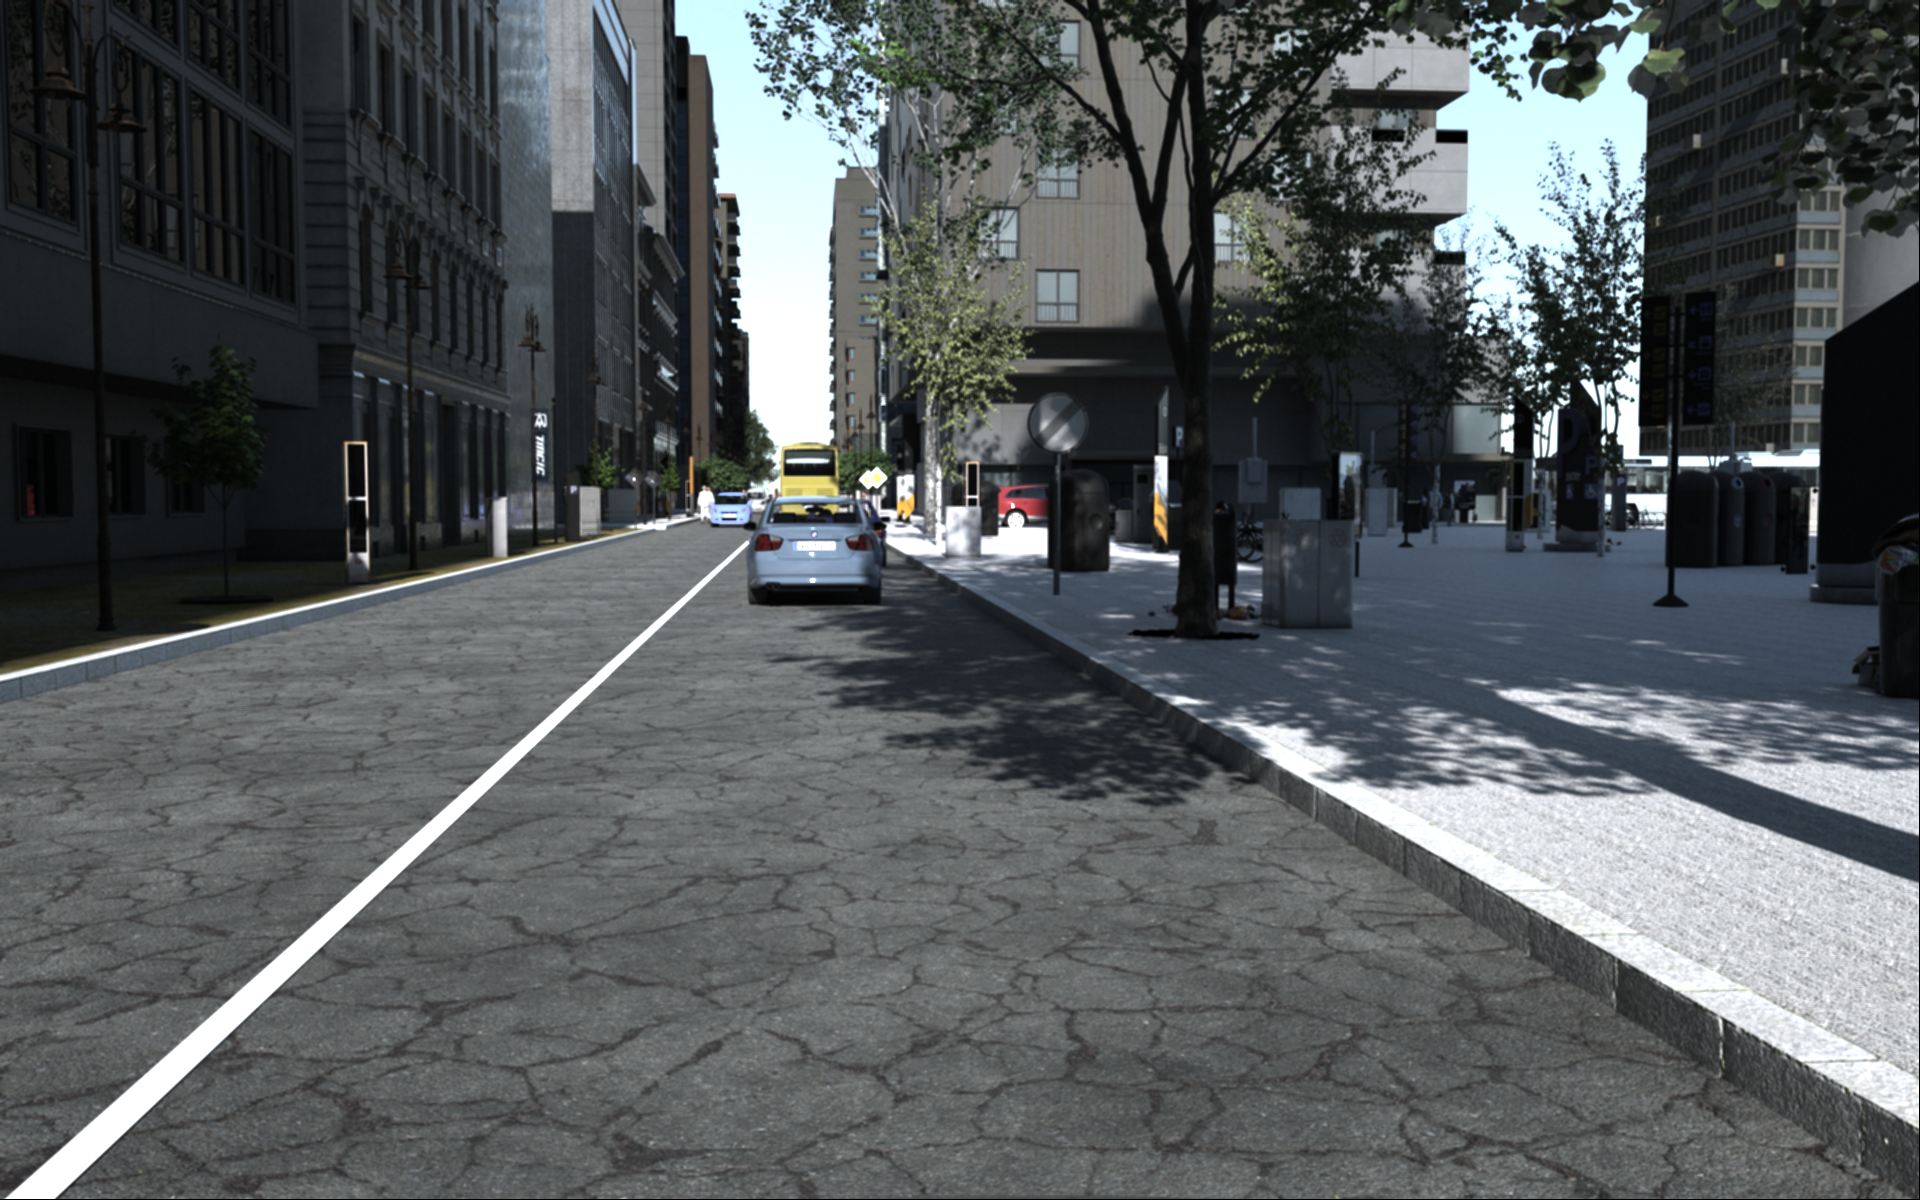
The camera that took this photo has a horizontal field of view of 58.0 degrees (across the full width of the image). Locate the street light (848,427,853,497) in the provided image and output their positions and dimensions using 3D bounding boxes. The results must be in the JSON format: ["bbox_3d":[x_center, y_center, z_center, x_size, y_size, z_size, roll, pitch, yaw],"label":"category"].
[{"bbox_3d":[-6.407,-8.129,105.703,0.468,5.910,1.993,0,4,-5],"label":"street light"}]

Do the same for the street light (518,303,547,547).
[{"bbox_3d":[-10.358,-4.238,42.077,0.468,5.910,1.993,0,4,-5],"label":"street light"}]

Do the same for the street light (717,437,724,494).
[{"bbox_3d":[-19.323,-10.127,138.371,0.468,5.910,1.993,0,4,-5],"label":"street light"}]

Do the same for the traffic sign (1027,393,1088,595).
[{"bbox_3d":[1.227,-1.334,21.912,0.768,2.556,0.104,0,4,-2],"label":"traffic sign"}]

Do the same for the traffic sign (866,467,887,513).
[{"bbox_3d":[-3.104,-3.732,64.658,0.795,2.450,0.064,0,4,-5],"label":"traffic sign"}]

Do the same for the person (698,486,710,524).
[{"bbox_3d":[-12.241,-4.576,83.194,0.514,1.842,0.818,-3,5,-43],"label":"person"}]

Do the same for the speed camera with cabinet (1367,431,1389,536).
[{"bbox_3d":[12.960,-3.631,53.696,0.660,3.252,2.038,1,4,13],"label":"speed camera with cabinet"}]

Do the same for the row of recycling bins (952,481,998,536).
[{"bbox_3d":[0.417,-2.889,54.352,1.069,1.692,3.534,-1,4,-12],"label":"row of recycling bins"}]

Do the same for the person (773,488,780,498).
[{"bbox_3d":[-11.843,-6.313,111.720,0.555,1.821,0.388,-2,4,-35],"label":"person"}]

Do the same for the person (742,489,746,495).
[{"bbox_3d":[-17.110,-7.891,137.698,0.709,1.800,0.728,1,4,15],"label":"person"}]

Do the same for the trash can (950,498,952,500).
[{"bbox_3d":[-0.009,-3.278,65.248,0.748,1.137,0.748,0,3,0],"label":"trash can"}]

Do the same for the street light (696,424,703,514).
[{"bbox_3d":[-16.848,-8.513,111.982,0.468,5.910,1.993,0,4,-5],"label":"street light"}]

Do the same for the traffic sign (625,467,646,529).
[{"bbox_3d":[-11.962,-3.683,63.866,0.795,2.450,0.064,0,4,-5],"label":"traffic sign"}]

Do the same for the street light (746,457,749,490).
[{"bbox_3d":[-25.097,-13.946,200.800,0.468,5.910,1.993,0,4,-5],"label":"street light"}]

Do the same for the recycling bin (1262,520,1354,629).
[{"bbox_3d":[3.376,-0.262,16.831,0.722,1.027,0.722,0,4,-5],"label":"recycling bin"}]

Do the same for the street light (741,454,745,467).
[{"bbox_3d":[-23.863,-13.155,187.873,0.468,5.910,1.993,0,4,-5],"label":"street light"}]

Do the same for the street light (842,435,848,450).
[{"bbox_3d":[-7.668,-8.954,119.183,0.468,5.910,1.993,0,4,-5],"label":"street light"}]

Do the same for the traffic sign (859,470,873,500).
[{"bbox_3d":[-3.836,-4.218,72.610,0.795,2.450,0.064,0,4,-5],"label":"traffic sign"}]

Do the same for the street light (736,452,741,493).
[{"bbox_3d":[-22.686,-12.364,174.942,0.468,5.910,1.993,0,4,-5],"label":"street light"}]

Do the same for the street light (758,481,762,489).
[{"bbox_3d":[-31.373,-18.164,269.768,0.468,5.910,1.993,0,4,-5],"label":"street light"}]

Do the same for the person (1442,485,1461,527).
[{"bbox_3d":[19.877,-3.754,70.220,0.623,1.781,0.721,-3,5,-39],"label":"person"}]

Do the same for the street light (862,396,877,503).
[{"bbox_3d":[-4.098,-6.547,79.836,0.468,5.910,1.993,0,4,-5],"label":"street light"}]

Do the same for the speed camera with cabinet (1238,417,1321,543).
[{"bbox_3d":[8.261,-3.086,44.786,2.038,3.252,0.660,0,4,2],"label":"speed camera with cabinet"}]

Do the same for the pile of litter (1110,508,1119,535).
[{"bbox_3d":[4.988,-2.467,54.296,1.719,0.858,1.176,1,4,22],"label":"pile of litter"}]

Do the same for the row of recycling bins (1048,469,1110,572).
[{"bbox_3d":[2.000,-1.407,30.112,1.069,1.692,3.534,0,4,0],"label":"row of recycling bins"}]

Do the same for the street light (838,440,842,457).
[{"bbox_3d":[-8.867,-9.767,132.484,0.468,5.910,1.993,0,4,-5],"label":"street light"}]

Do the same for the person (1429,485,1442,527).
[{"bbox_3d":[18.949,-3.710,69.024,0.748,1.841,0.638,-3,5,-40],"label":"person"}]

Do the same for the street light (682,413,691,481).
[{"bbox_3d":[-15.618,-7.723,99.055,0.468,5.910,1.993,0,4,-5],"label":"street light"}]

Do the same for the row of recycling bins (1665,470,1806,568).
[{"bbox_3d":[13.898,-1.466,31.085,3.534,1.692,1.069,-2,4,-34],"label":"row of recycling bins"}]

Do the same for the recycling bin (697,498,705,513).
[{"bbox_3d":[-17.345,-6.401,117.211,0.722,1.027,0.722,-2,4,-30],"label":"recycling bin"}]

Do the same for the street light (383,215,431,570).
[{"bbox_3d":[-9.223,-3.441,29.048,0.468,5.910,1.993,0,4,-5],"label":"street light"}]

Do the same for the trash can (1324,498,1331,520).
[{"bbox_3d":[12.780,-2.893,58.950,0.748,1.137,0.748,0,3,0],"label":"trash can"}]

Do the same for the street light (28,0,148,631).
[{"bbox_3d":[-8.030,-2.650,16.118,0.468,5.910,1.993,0,4,-5],"label":"street light"}]

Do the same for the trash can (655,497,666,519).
[{"bbox_3d":[-15.734,-4.834,90.693,0.748,1.137,0.748,0,3,0],"label":"trash can"}]

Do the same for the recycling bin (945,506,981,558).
[{"bbox_3d":[0.064,-1.393,35.337,0.722,1.027,0.722,0,4,-1],"label":"recycling bin"}]

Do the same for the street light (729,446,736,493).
[{"bbox_3d":[-21.501,-11.573,162.011,0.468,5.910,1.993,0,4,-5],"label":"street light"}]

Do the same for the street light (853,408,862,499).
[{"bbox_3d":[-5.317,-7.338,92.763,0.468,5.910,1.993,0,4,-5],"label":"street light"}]

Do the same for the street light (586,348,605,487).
[{"bbox_3d":[-11.559,-5.029,55.006,0.468,5.910,1.993,0,4,-5],"label":"street light"}]

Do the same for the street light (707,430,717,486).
[{"bbox_3d":[-18.042,-9.329,125.310,0.468,5.910,1.993,0,4,-5],"label":"street light"}]

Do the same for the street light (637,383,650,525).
[{"bbox_3d":[-13.173,-6.085,72.285,0.468,5.910,1.993,0,4,-5],"label":"street light"}]

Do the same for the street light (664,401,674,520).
[{"bbox_3d":[-14.473,-6.932,86.121,0.468,5.910,1.993,0,4,-5],"label":"street light"}]

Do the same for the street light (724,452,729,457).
[{"bbox_3d":[-20.300,-10.749,148.535,0.468,5.910,1.993,0,4,-5],"label":"street light"}]

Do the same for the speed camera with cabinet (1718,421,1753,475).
[{"bbox_3d":[21.376,-3.182,46.365,0.660,3.252,2.038,-2,4,-32],"label":"speed camera with cabinet"}]

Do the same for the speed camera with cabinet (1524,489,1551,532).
[{"bbox_3d":[19.940,-3.922,58.454,2.038,3.252,0.660,0,4,5],"label":"speed camera with cabinet"}]

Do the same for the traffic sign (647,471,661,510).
[{"bbox_3d":[-13.494,-4.546,76.464,0.606,2.300,0.079,0,4,-3],"label":"traffic sign"}]

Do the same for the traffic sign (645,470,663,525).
[{"bbox_3d":[-12.695,-4.170,71.817,0.795,2.450,0.064,0,4,-5],"label":"traffic sign"}]

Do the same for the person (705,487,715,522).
[{"bbox_3d":[-12.986,-4.941,89.508,0.478,1.798,0.641,2,4,32],"label":"person"}]
